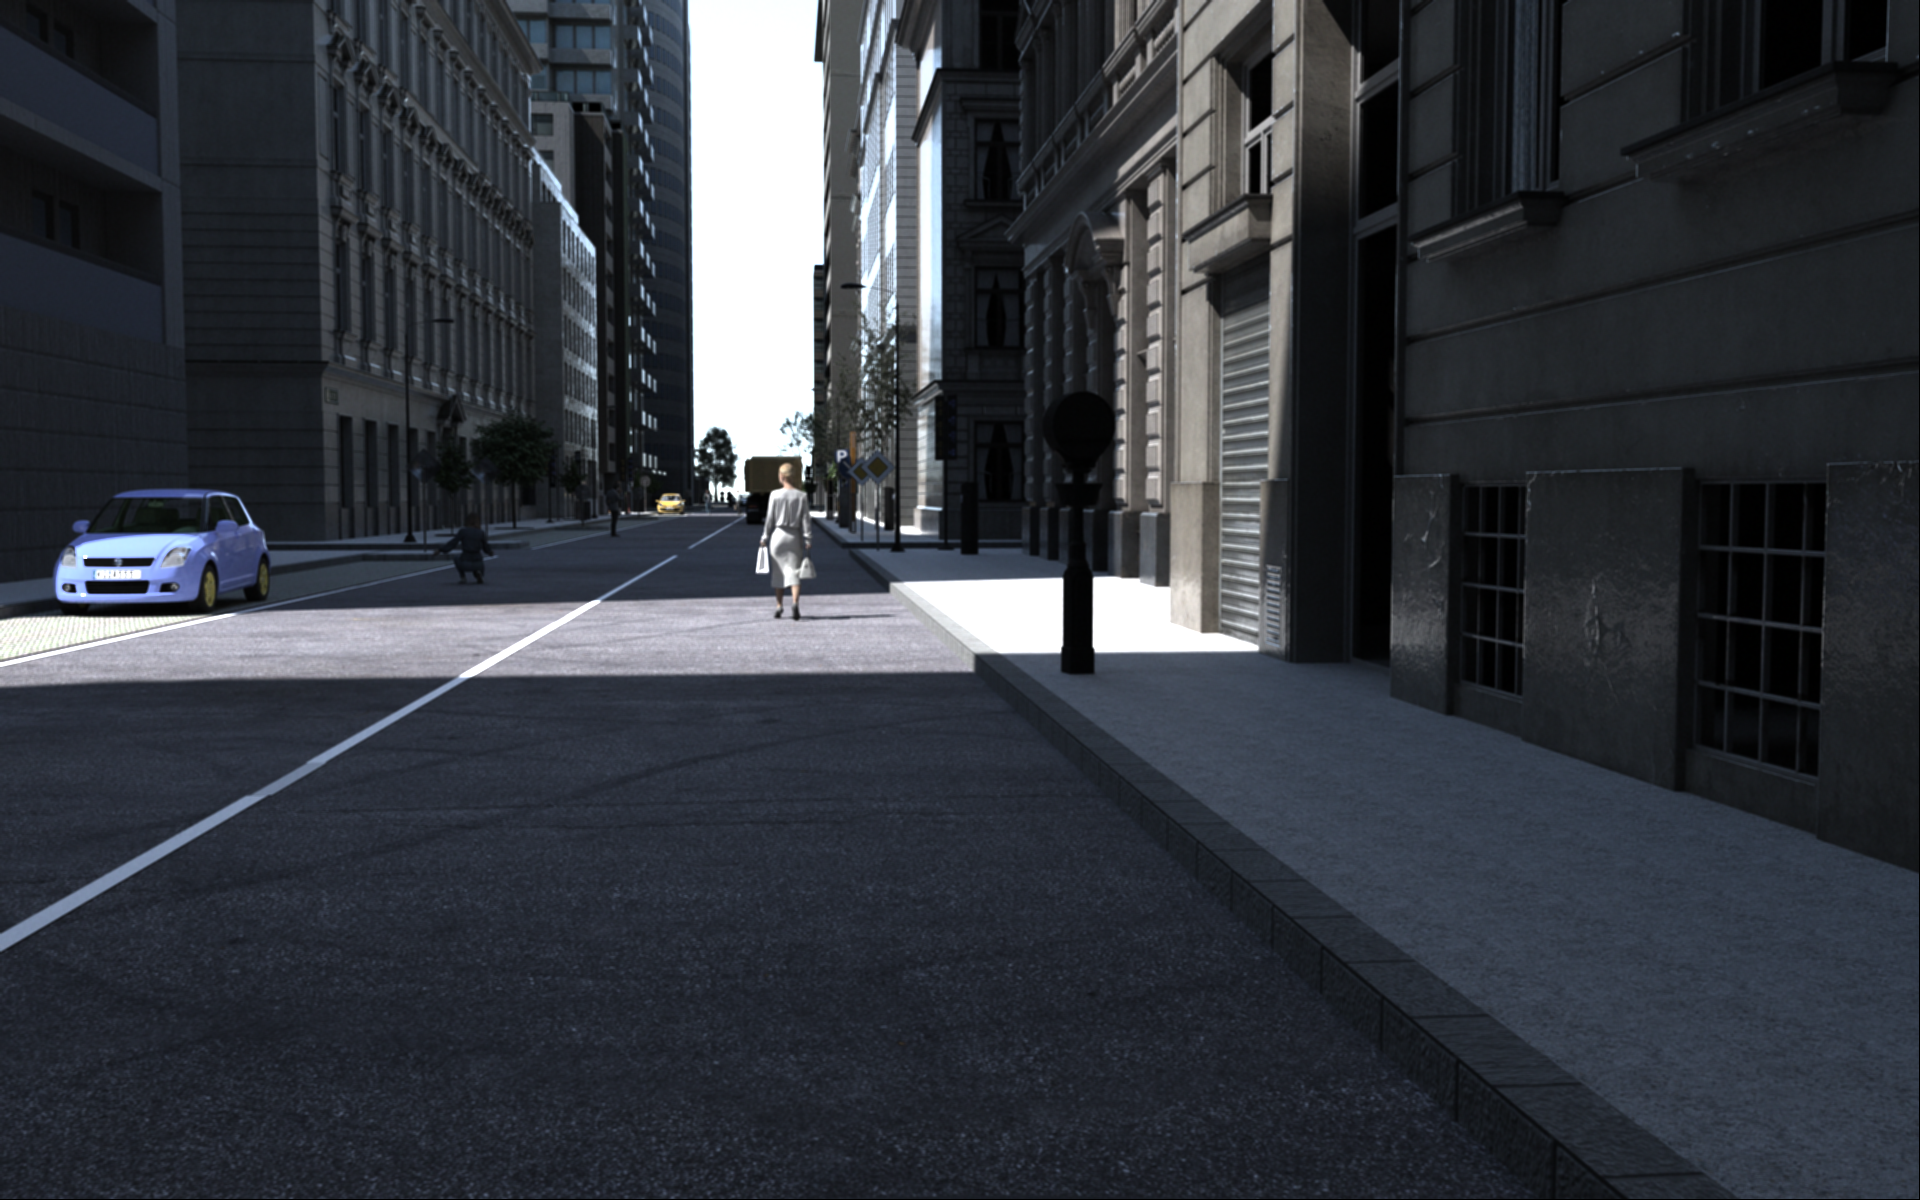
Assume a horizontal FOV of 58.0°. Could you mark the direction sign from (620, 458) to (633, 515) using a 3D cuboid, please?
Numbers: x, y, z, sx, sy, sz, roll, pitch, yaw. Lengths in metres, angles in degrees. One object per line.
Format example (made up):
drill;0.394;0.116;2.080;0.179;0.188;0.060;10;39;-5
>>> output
direction sign;-20.717;-7.069;107.580;0.876;3.537;0.379;-3;4;-37

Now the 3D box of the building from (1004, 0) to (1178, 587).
building;7.027;-12.167;27.816;11.050;23.489;19.941;0;4;-6

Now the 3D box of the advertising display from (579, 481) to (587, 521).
advertising display;-17.999;-4.740;82.709;0.123;1.923;0.974;0;4;5

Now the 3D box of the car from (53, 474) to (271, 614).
car;-9.950;-0.743;21.735;1.945;1.707;3.694;0;4;-7

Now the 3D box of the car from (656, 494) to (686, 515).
car;-19.890;-6.668;119.244;2.015;1.641;3.980;0;4;-7

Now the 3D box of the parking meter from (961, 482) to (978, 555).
parking meter;0.203;-1.741;36.883;0.372;1.533;0.369;0;3;0

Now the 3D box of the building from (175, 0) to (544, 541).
building;-27.240;-17.750;66.628;17.030;29.872;44.131;0;4;-6

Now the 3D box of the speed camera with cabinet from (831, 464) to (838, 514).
speed camera with cabinet;-8.318;-7.270;113.201;0.660;3.252;2.038;0;4;6

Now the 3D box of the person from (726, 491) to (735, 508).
person;-23.905;-10.476;180.336;0.990;1.755;0.434;1;4;13

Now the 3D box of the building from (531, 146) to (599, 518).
building;-26.818;-14.902;98.403;10.420;20.320;16.860;0;4;-6

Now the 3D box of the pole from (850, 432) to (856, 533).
pole;-3.507;-3.854;56.848;0.158;3.312;0.155;0;3;0

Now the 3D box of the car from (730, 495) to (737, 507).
car;-25.110;-11.171;195.225;1.945;1.354;3.894;0;4;-7

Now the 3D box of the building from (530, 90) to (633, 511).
building;-31.981;-21.756;127.419;14.160;30.474;14.107;0;4;-6

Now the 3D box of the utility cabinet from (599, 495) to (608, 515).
utility cabinet;-21.645;-5.744;105.079;0.306;1.237;1.020;-2;4;-26

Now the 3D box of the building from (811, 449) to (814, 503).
building;-9.367;-56.735;240.293;22.319;86.520;31.000;0;4;-6

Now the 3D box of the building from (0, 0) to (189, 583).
building;-28.052;-29.551;25.153;28.212;58.520;21.231;0;4;-6

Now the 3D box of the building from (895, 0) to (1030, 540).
building;7.954;-11.561;53.648;19.286;19.102;10.561;0;4;-6

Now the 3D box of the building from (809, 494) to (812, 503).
building;-7.807;-35.325;269.451;32.217;40.220;23.993;0;4;-6

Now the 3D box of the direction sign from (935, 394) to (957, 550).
direction sign;-0.323;-2.920;39.739;0.379;3.537;0.876;-2;4;-33

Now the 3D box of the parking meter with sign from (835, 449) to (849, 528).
parking meter with sign;-4.490;-4.301;66.580;0.543;3.016;1.738;0;4;-7

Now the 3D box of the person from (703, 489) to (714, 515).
person;-17.221;-6.700;118.387;0.623;1.781;0.721;-2;4;-32

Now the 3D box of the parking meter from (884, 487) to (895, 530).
parking meter;-2.492;-3.231;61.245;0.372;1.533;0.369;0;3;0

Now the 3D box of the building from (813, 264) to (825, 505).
building;-11.519;-27.347;218.825;14.160;30.474;14.107;0;4;-6

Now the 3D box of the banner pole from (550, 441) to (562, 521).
banner pole;-19.209;-5.633;82.121;0.863;3.779;0.401;3;5;42

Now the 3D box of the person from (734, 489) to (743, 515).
person;-15.016;-6.641;117.570;0.515;1.767;0.782;-1;4;-18

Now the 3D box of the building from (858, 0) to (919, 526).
building;1.333;-18.690;83.082;11.434;29.767;29.804;0;4;-6

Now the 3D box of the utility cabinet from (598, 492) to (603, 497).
utility cabinet;-23.057;-6.133;108.951;1.173;1.500;0.318;-1;4;-20

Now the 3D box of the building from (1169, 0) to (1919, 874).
building;10.748;-10.388;3.128;16.112;22.955;30.059;0;4;-6

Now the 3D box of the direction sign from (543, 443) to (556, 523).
direction sign;-18.354;-5.226;77.442;0.379;3.537;0.876;1;4;23

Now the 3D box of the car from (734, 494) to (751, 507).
car;-21.645;-9.930;174.156;2.131;1.459;4.920;0;4;-6

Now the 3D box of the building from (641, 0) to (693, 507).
building;-39.033;-38.916;178.280;21.231;58.520;28.212;0;4;-6

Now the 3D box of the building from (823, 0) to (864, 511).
building;-0.365;-31.794;143.531;21.300;48.544;21.600;0;4;-6

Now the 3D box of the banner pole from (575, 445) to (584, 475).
banner pole;-19.292;-5.994;88.021;0.863;3.779;0.401;3;4;36

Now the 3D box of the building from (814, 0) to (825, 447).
building;-0.746;-36.350;183.563;28.713;52.752;27.495;0;4;-6

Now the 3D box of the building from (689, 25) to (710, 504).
building;-48.030;-50.109;257.531;20.563;71.187;20.611;0;4;-6

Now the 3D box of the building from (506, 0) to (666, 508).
building;-38.114;-32.378;148.983;23.786;49.044;30.456;0;4;-6

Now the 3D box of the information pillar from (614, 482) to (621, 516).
information pillar;-20.135;-5.955;101.857;0.304;2.012;0.304;2;4;27

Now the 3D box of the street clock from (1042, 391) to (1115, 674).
street clock;0.845;-0.477;12.371;0.471;2.002;0.358;-1;4;-17

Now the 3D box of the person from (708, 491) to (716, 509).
person;-23.259;-9.285;161.018;1.217;1.736;0.721;-1;4;-11

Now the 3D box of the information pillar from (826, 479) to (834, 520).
information pillar;-6.506;-5.024;86.638;0.304;2.012;0.304;-1;4;-22

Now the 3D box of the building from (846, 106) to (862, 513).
building;0.077;-19.752;110.329;14.401;28.519;23.554;0;4;-6
